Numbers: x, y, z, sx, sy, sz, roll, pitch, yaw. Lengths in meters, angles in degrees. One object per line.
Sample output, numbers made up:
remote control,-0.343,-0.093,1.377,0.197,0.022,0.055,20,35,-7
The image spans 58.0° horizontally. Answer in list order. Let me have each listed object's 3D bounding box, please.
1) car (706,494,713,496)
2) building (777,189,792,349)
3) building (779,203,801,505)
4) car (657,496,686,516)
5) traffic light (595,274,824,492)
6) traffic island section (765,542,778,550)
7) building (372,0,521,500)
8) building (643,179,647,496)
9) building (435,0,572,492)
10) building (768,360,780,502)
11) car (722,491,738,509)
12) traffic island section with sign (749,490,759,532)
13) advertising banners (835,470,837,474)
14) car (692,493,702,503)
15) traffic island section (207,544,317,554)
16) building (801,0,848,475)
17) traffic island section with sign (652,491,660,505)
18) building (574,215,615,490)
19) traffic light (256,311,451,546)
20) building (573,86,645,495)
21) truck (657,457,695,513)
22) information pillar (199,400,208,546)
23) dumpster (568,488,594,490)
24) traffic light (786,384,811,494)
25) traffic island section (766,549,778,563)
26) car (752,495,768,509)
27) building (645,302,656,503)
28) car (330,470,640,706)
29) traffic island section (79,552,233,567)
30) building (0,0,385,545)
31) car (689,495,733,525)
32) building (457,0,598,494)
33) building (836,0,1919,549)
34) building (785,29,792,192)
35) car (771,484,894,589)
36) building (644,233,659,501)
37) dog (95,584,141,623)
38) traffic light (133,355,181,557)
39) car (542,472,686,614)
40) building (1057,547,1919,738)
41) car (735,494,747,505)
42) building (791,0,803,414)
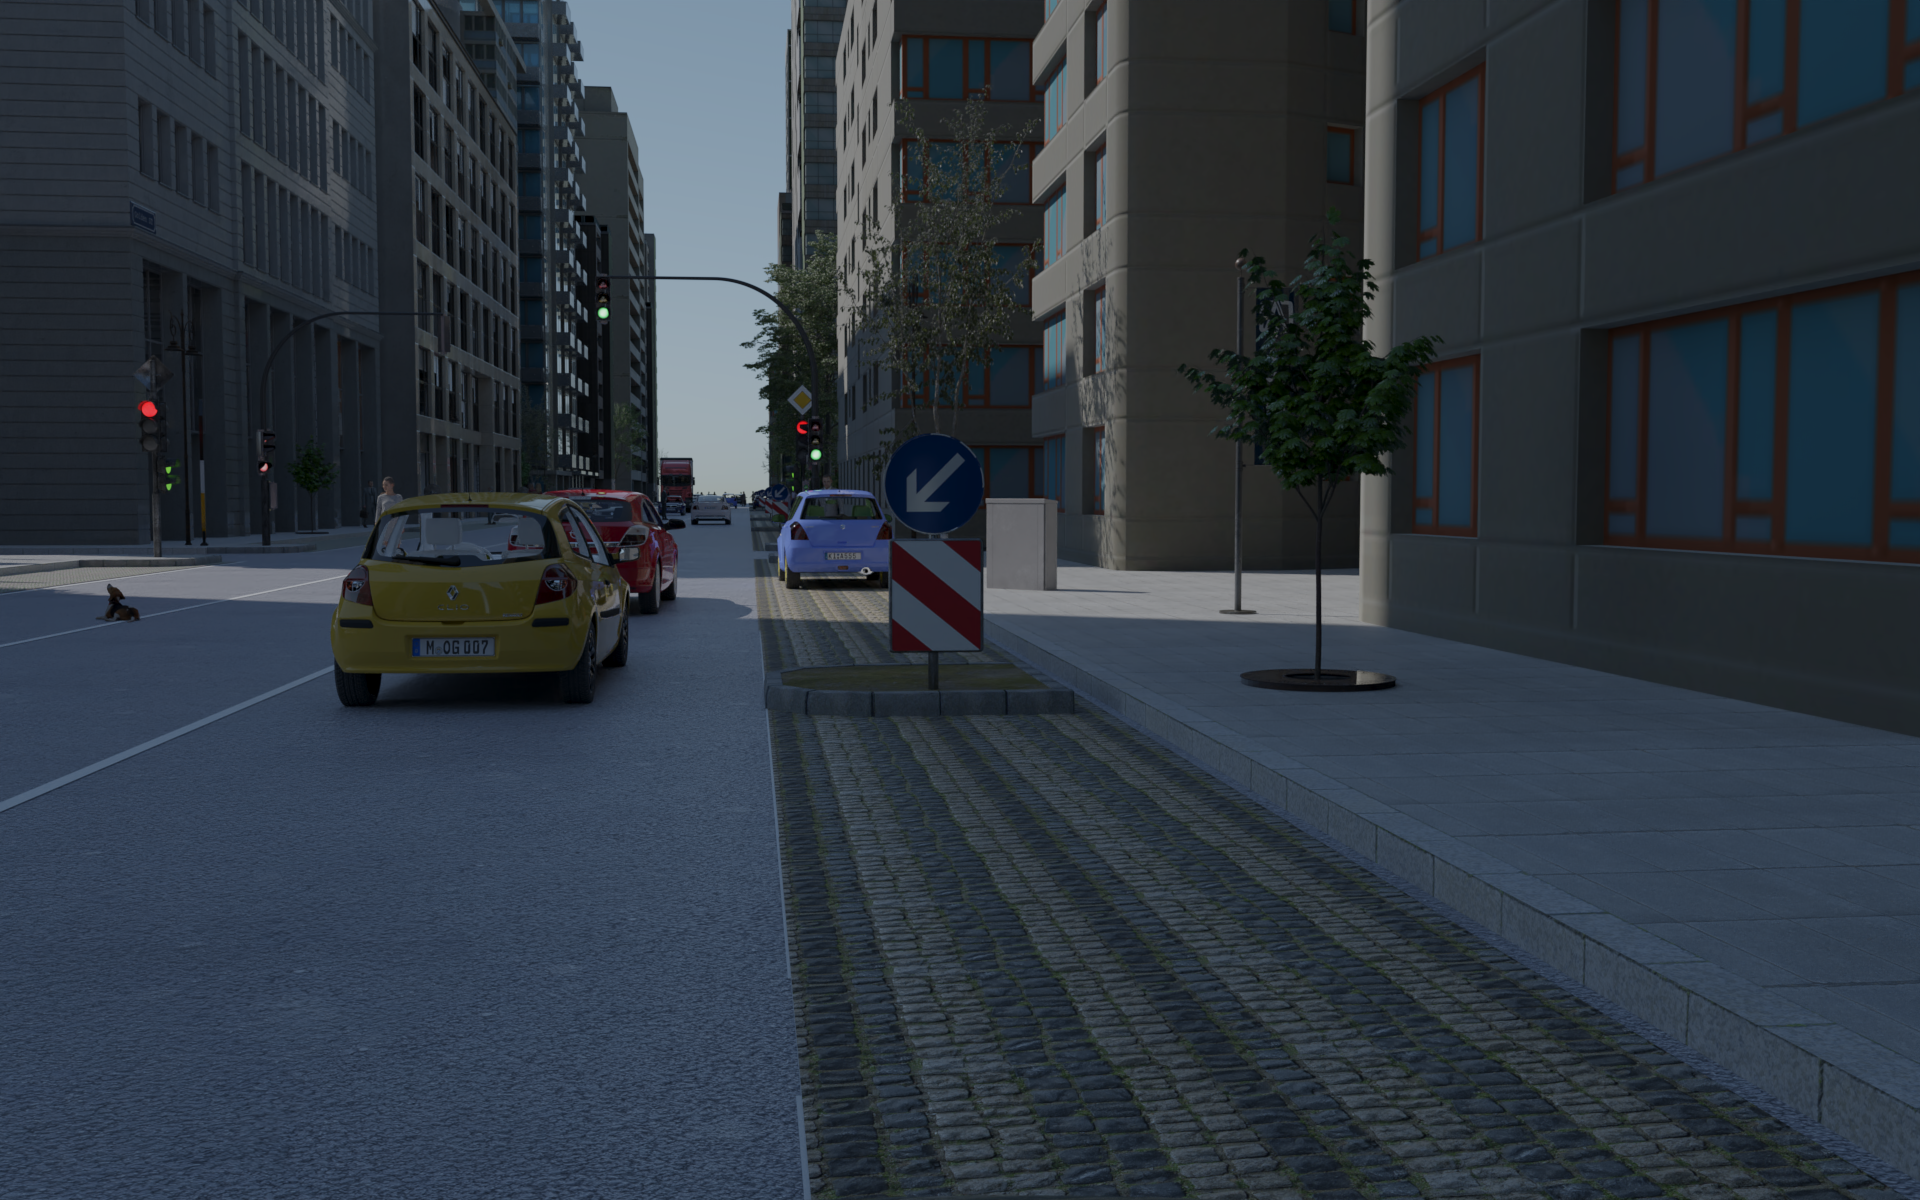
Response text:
car,-35.358,-14.314,245.825,2.131,1.459,4.920,0,4,-8
building,-19.258,-36.727,250.594,14.600,45.320,14.200,0,4,-7
building,-11.038,-24.643,174.621,14.160,30.474,14.107,0,4,-7
car,-19.210,-6.294,115.492,1.945,1.354,3.894,0,4,-7
traffic light,-5.157,-3.766,36.244,4.771,5.953,1.251,0,4,-7
traffic island section,-4.021,-1.370,44.683,2.009,0.180,2.903,0,4,-7
building,-34.619,-17.371,88.525,19.350,26.468,34.151,0,4,-7
building,-53.346,-37.125,230.692,21.300,48.544,21.600,0,4,-7
building,-45.706,-26.622,127.144,32.217,40.220,23.993,0,4,-7
building,-11.410,-23.572,230.446,27.650,21.520,28.899,0,4,-7
car,-23.070,-9.970,172.602,1.945,1.707,3.694,0,4,-8
traffic island section with sign,-7.051,-3.549,66.652,1.989,1.847,2.006,0,4,-7
advertising banners,-8.720,-7.221,114.250,2.074,3.025,0.090,-2,4,-29
car,-24.237,-9.089,158.393,2.009,1.686,4.222,0,4,-7
traffic island section,-17.264,-1.272,43.071,2.009,0.180,2.903,0,4,-7
building,-5.110,-27.470,132.723,14.154,41.232,14.086,0,4,-7
traffic island section with sign,-39.460,-13.183,224.164,1.989,1.847,2.006,0,4,-7
building,-43.167,-24.822,177.533,14.160,30.474,14.107,0,4,-7
traffic light,-15.158,-4.193,43.230,4.771,5.953,1.251,0,4,-7
building,-50.041,-35.800,209.033,21.300,48.544,21.600,0,4,-7
truck,-22.043,-8.928,134.884,2.839,4.237,11.283,-1,4,-8
information pillar,-18.757,-3.151,42.877,0.183,3.616,0.504,-1,4,-22
dumpster,-26.680,-6.957,121.969,1.865,1.857,1.264,-1,4,-8
traffic light,-4.062,-3.403,44.564,0.839,4.253,0.868,0,4,-7
traffic island section,-3.050,-0.885,36.757,2.009,0.180,2.903,0,4,-7
car,-18.515,-9.140,162.013,1.945,1.354,3.894,0,4,-8
building,-51.555,-29.240,249.772,14.160,30.474,14.107,0,4,-7
car,-3.498,-0.181,13.183,2.015,1.641,3.980,0,4,-6
traffic island section,-16.293,-0.787,35.145,2.009,0.180,2.903,0,4,-7
building,-27.800,-17.073,56.641,11.434,29.767,29.804,0,4,-7
car,-11.819,-4.279,82.319,2.083,1.381,4.827,0,4,-7
building,-45.342,-32.703,154.295,23.786,49.044,30.456,0,4,-7
building,11.060,-13.005,57.668,28.899,21.520,27.650,0,4,-7
building,-18.526,-50.712,267.397,20.563,71.187,20.611,0,4,-7
car,-1.997,-1.090,27.406,1.945,1.707,3.694,-1,4,-9
building,-53.509,-35.461,263.380,14.154,41.232,14.086,0,4,-7
dog,-9.561,0.037,19.587,0.550,0.427,0.748,-1,4,-13
traffic light,-16.252,-2.819,35.016,0.839,4.253,0.868,0,4,-7
car,-4.611,-0.796,22.056,2.155,1.783,4.494,0,4,-5
building,17.033,-10.965,24.322,27.650,21.520,28.899,0,4,-7
car,-28.747,-13.216,225.863,2.009,1.686,4.222,0,4,-5
building,-1.142,-34.556,154.232,28.713,52.752,27.495,0,4,-7
